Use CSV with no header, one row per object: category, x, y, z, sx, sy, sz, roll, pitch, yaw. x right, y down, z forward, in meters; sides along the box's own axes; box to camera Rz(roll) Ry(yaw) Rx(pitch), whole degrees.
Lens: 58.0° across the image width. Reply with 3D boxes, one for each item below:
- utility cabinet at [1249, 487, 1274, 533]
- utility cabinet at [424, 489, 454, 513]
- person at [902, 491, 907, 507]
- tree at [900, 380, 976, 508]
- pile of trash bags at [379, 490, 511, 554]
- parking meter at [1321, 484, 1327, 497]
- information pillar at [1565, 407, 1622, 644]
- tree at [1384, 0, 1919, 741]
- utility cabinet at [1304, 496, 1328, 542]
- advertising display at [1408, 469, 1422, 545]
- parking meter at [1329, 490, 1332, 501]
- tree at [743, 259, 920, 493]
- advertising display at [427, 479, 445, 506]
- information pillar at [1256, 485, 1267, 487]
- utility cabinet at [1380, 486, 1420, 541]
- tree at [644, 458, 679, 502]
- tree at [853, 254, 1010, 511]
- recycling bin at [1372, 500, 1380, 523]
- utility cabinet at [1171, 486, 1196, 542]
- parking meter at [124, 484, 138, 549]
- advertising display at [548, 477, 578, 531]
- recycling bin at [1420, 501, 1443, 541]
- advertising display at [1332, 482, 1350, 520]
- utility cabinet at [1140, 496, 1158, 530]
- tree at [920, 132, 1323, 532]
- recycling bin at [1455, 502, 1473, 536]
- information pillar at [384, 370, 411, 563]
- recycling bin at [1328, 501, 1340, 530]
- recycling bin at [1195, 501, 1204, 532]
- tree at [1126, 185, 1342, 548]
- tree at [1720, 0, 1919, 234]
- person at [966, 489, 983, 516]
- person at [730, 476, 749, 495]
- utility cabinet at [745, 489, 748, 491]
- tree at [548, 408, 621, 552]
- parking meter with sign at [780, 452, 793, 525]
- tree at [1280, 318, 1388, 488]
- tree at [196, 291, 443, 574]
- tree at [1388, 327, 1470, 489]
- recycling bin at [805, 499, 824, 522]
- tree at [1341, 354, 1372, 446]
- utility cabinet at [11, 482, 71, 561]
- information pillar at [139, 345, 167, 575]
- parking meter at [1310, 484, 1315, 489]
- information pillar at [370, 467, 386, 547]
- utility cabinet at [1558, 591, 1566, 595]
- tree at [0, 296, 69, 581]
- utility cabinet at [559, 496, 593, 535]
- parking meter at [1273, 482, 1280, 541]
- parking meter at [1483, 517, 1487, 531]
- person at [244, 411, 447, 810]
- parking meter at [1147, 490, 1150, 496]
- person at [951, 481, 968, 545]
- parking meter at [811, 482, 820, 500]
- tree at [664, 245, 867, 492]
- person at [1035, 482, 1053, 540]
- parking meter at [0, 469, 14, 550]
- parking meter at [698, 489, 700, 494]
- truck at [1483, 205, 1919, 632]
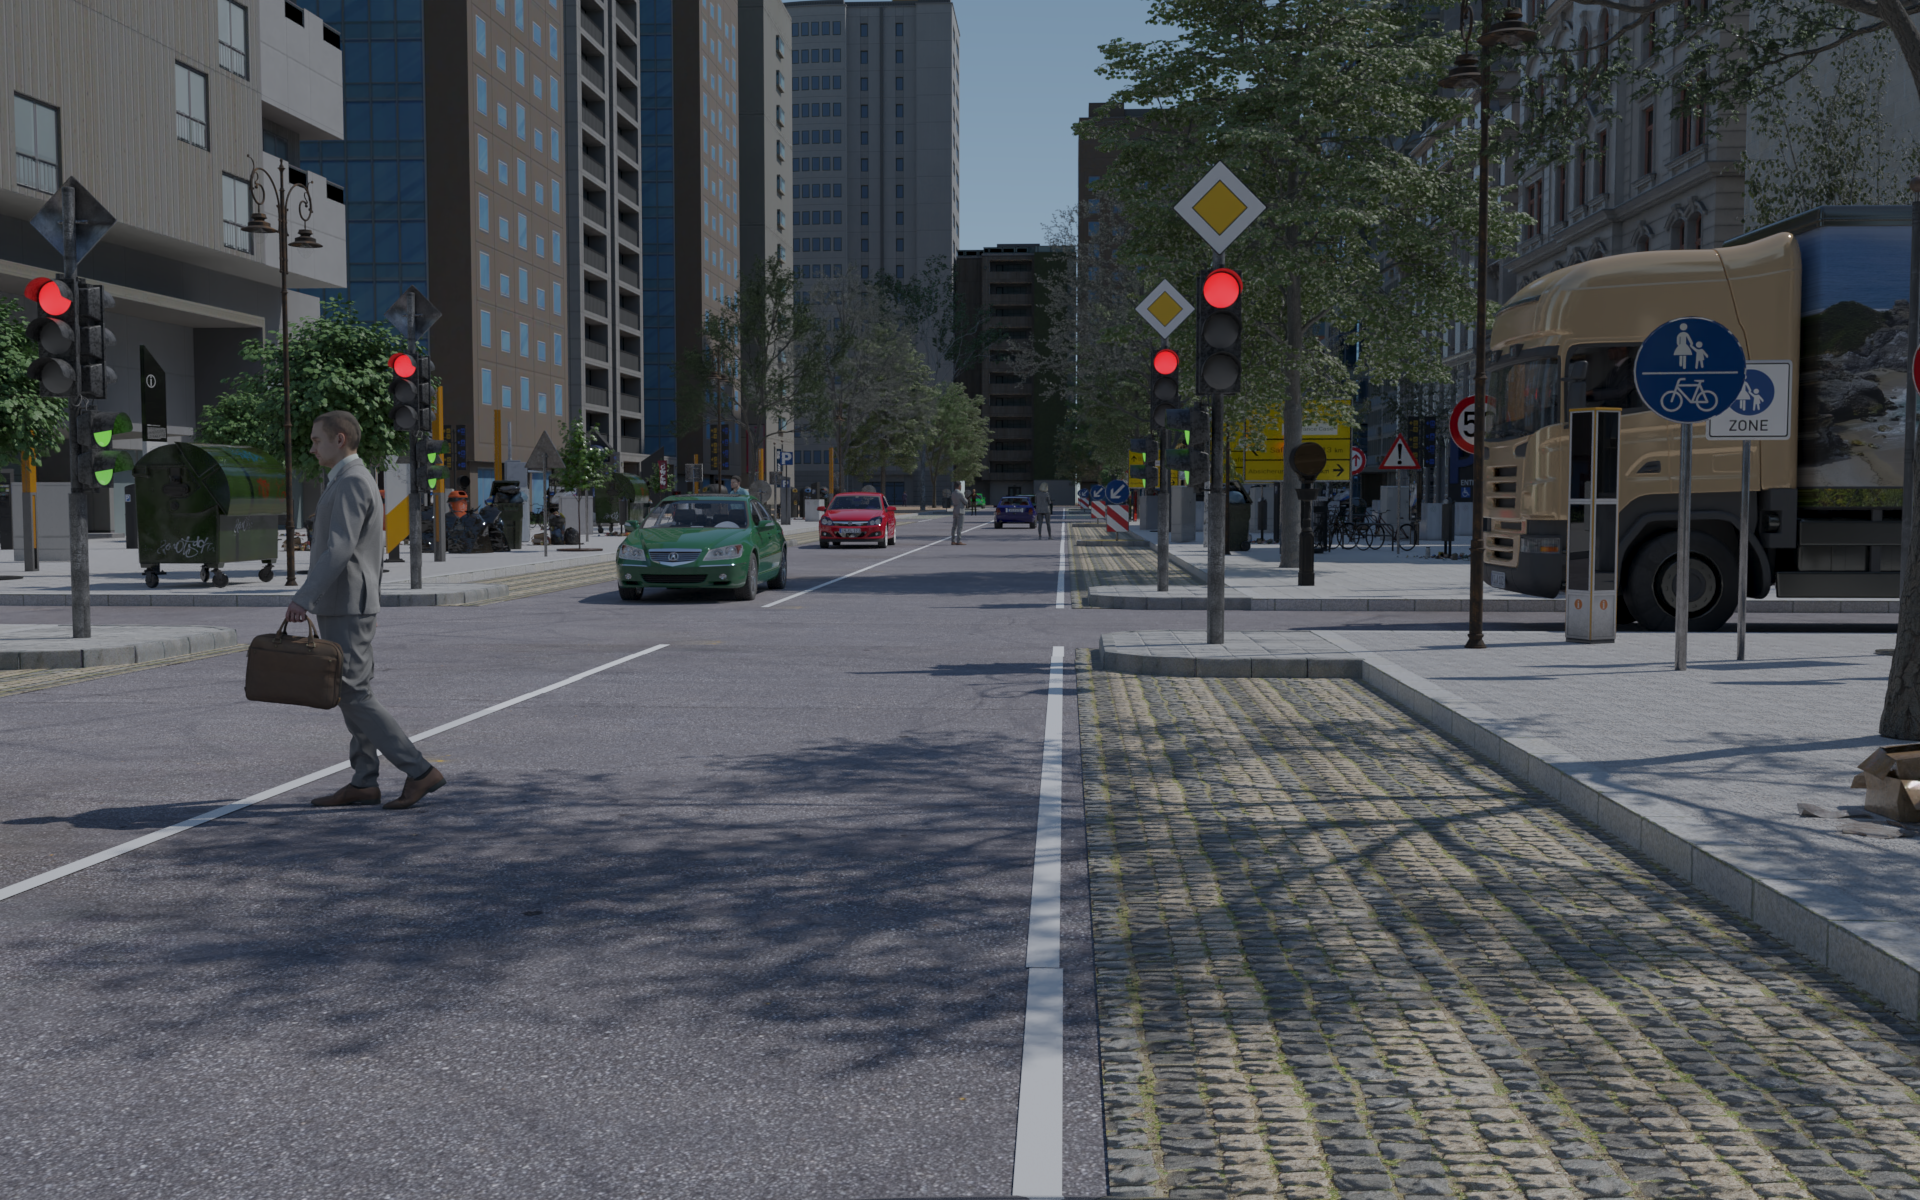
utility cabinet,10.064,-2.949,56.887,1.173,1.500,0.318,-2,4,-28
utility cabinet,-21.814,-3.910,72.615,1.173,1.500,0.318,0,4,2
person,-5.765,-10.461,180.464,0.541,1.710,0.530,1,4,15
tree,-2.414,-14.221,158.262,9.928,11.665,9.643,0,3,0
pile of trash bags,-11.659,-1.755,38.440,3.447,1.369,1.912,2,4,24
parking meter,20.478,-5.598,97.233,0.399,1.863,0.255,2,4,25
information pillar,5.446,-0.637,14.908,0.304,2.012,0.304,-2,4,-25
tree,4.929,-4.528,8.451,8.767,10.594,7.601,0,4,8
utility cabinet,9.700,-2.203,47.175,0.306,1.237,1.020,-1,4,-10
advertising display,11.498,-2.358,43.769,0.123,1.923,0.974,0,4,3
parking meter,20.818,-5.402,96.739,0.372,1.533,0.369,0,3,0
tree,-6.227,-11.055,91.112,12.009,13.543,11.850,0,3,0
advertising display,-19.038,-3.532,62.963,0.123,1.923,0.974,1,4,16
information pillar,11.827,-3.882,67.958,0.304,2.012,0.304,-1,4,-22
utility cabinet,12.057,-2.369,47.416,1.173,1.500,0.318,-2,4,-29
tree,-15.843,-5.939,91.711,1.663,3.219,1.824,0,3,0
tree,-1.647,-17.058,134.780,12.611,20.169,13.585,0,3,0
recycling bin,17.738,-3.673,72.600,0.722,1.027,0.722,0,4,-8
utility cabinet,5.978,-2.295,46.205,0.318,1.500,1.173,2,4,26
parking meter,-19.362,-1.968,40.593,0.372,1.533,0.369,0,3,0
advertising display,-13.690,-3.337,59.769,0.974,1.923,0.123,-1,4,-10
recycling bin,13.145,-2.175,48.109,0.722,1.027,0.722,-1,4,-12
advertising display,18.633,-4.847,84.467,0.974,1.923,0.123,0,4,6
utility cabinet,6.800,-3.136,62.443,0.306,1.237,1.020,2,4,29
tree,7.063,-9.045,58.263,12.009,13.543,11.850,0,3,0
recycling bin,15.679,-2.503,53.484,0.722,1.027,0.722,0,4,-1
information pillar,-10.538,-2.510,32.399,0.504,3.616,0.183,-3,4,-38
recycling bin,13.053,-2.998,61.573,0.722,1.027,0.722,0,4,-3
recycling bin,8.371,-2.872,59.510,0.722,1.027,0.722,0,4,6
tree,6.156,-5.560,41.276,4.737,8.622,4.395,0,3,0
tree,12.809,-4.554,24.826,4.360,8.622,3.978,0,3,0
person,0.903,-6.470,114.798,1.217,1.766,0.721,1,4,12
person,-4.607,-1.724,36.715,0.660,1.820,0.620,3,4,36
utility cabinet,-9.440,-4.163,76.736,0.318,1.500,1.173,1,4,23
tree,-8.516,-2.703,38.790,1.663,3.219,1.824,0,3,0
parking meter with sign,-7.261,-4.645,72.206,0.543,3.016,1.738,0,4,-8
tree,14.759,-7.397,71.297,4.360,8.622,3.978,0,3,0
tree,-10.143,-2.715,28.111,4.285,4.588,4.351,0,3,0
tree,19.945,-7.666,75.695,4.360,8.622,3.978,0,3,0
recycling bin,-6.765,-4.161,80.581,0.722,1.027,0.722,1,4,15
tree,18.829,-8.444,88.414,4.737,8.622,4.395,0,3,0
utility cabinet,-17.222,-1.471,32.737,1.173,1.500,0.318,0,4,-5
information pillar,-12.756,-2.207,27.437,0.183,3.616,0.504,1,4,15
parking meter,16.997,-4.786,83.959,0.399,1.863,0.255,2,4,28
information pillar,-14.000,-2.267,41.549,0.304,2.012,0.304,2,4,23
utility cabinet,7.920,-0.655,21.879,0.306,1.237,1.020,-2,4,-32
tree,-14.903,-2.582,25.936,4.285,4.588,4.351,0,3,0
utility cabinet,-12.096,-2.653,54.541,1.020,1.237,0.306,-2,4,-30
parking meter,8.652,-2.514,46.809,0.255,1.863,0.399,-1,4,-9
parking meter,12.359,-2.133,40.581,0.255,1.863,0.399,-2,4,-30
person,-2.808,0.043,7.918,0.853,1.813,0.709,-1,4,-19
parking meter,9.077,-4.779,83.854,0.255,1.863,0.399,0,4,5
person,0.002,-2.446,48.665,0.511,1.800,0.466,3,5,42
parking meter,-7.069,-4.822,84.548,0.399,1.863,0.255,2,4,32
tree,-7.667,-7.984,64.958,7.601,10.594,8.767,2,4,25
person,2.628,-2.805,54.544,0.537,1.800,0.526,2,4,34
parking meter,-21.952,-2.091,39.895,0.255,1.863,0.399,-1,4,-15
parking meter,-14.142,-5.182,93.141,0.372,1.533,0.369,0,3,0
truck,10.628,-1.778,17.980,11.283,4.237,2.839,0,4,2
